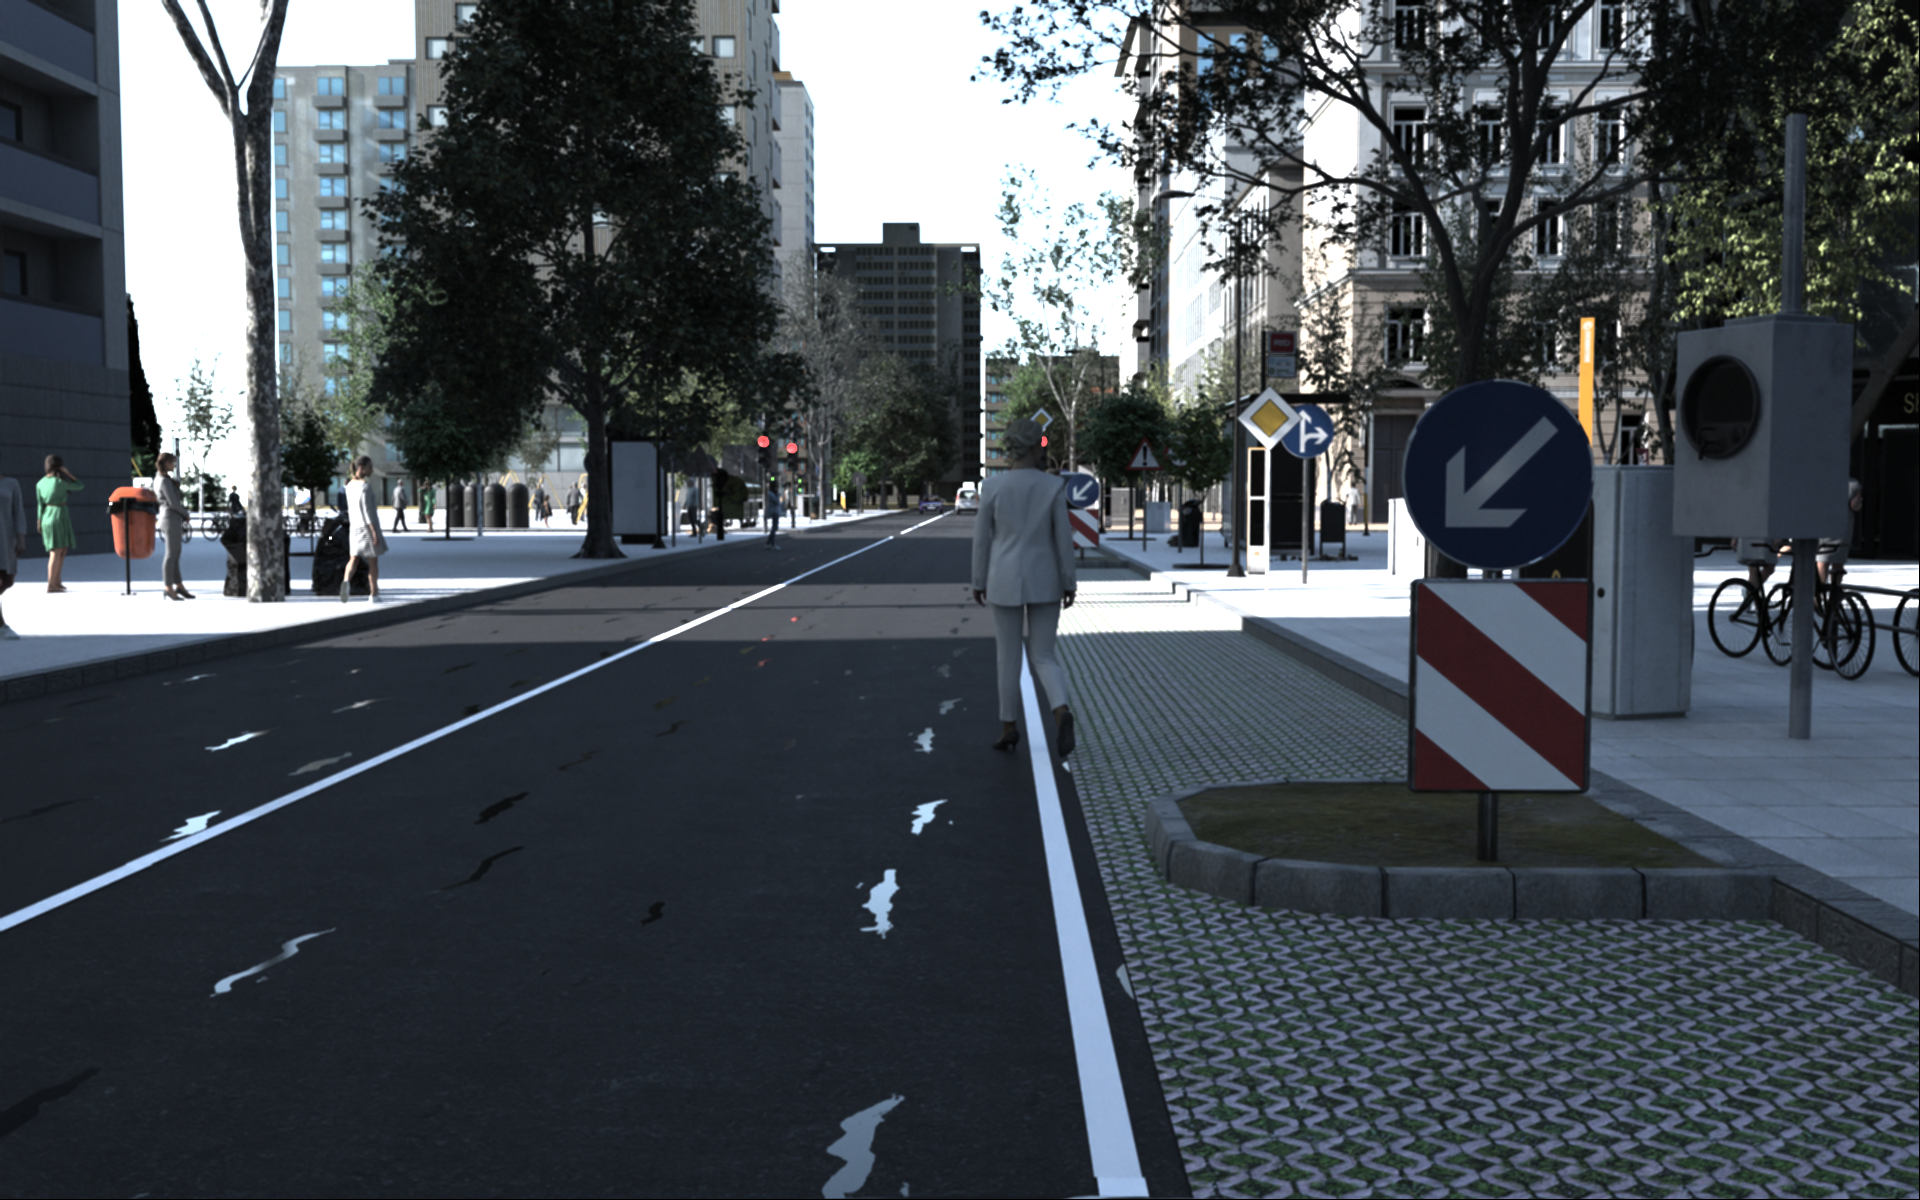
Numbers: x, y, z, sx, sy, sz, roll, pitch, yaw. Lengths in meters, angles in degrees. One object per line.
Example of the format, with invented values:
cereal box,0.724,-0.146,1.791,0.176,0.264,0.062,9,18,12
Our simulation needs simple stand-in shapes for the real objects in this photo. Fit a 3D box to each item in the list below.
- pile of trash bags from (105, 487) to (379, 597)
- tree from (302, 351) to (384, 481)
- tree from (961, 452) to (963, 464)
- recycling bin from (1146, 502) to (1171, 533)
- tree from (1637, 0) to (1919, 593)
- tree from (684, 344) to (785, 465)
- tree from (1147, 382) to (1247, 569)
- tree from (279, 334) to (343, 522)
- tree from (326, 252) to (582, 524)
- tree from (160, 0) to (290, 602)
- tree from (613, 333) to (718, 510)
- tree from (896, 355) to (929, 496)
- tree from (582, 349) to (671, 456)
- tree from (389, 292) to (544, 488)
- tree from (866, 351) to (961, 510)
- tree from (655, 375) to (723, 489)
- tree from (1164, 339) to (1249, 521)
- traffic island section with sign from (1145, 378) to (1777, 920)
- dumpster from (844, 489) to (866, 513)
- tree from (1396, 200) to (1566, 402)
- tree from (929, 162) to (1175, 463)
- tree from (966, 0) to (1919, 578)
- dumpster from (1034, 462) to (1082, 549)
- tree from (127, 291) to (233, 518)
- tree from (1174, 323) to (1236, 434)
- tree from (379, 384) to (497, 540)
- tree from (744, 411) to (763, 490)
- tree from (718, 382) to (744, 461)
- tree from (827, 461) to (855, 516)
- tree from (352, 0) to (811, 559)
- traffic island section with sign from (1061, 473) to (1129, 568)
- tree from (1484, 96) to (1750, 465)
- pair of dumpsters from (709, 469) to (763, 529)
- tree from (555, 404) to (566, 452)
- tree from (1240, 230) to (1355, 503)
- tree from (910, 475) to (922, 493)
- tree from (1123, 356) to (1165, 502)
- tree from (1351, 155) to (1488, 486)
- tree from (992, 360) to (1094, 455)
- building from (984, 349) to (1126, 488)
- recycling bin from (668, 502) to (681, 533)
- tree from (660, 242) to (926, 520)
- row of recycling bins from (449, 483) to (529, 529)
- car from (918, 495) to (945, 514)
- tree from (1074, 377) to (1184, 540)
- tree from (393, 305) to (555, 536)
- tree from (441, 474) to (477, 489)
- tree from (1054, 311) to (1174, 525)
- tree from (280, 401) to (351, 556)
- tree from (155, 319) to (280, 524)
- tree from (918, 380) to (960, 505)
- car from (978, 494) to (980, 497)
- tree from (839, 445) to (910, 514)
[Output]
pile of trash bags,-9.200,-0.771,22.361,3.447,1.369,1.912,0,4,-6
tree,-30.742,-8.360,87.043,4.737,8.622,4.395,0,3,0
tree,-4.964,-14.484,153.818,9.611,12.733,9.660,0,3,0
recycling bin,6.490,-2.714,56.926,0.722,1.027,0.722,2,4,25
tree,11.039,-4.408,22.436,4.737,8.622,4.395,0,3,0
tree,-14.987,-12.098,115.926,7.486,12.596,7.792,0,3,0
tree,4.071,-2.166,30.019,1.663,3.219,1.824,0,3,0
tree,-31.283,-7.975,80.754,4.360,8.622,3.978,0,3,0
tree,-23.225,-9.095,74.459,9.928,11.665,9.643,0,3,0
tree,-9.713,-10.060,20.367,12.611,20.169,13.585,0,3,0
tree,-12.400,-7.301,69.731,4.737,8.622,4.395,0,3,0
tree,-2.571,-21.637,209.654,12.611,20.169,13.585,0,3,0
tree,-23.368,-11.781,118.381,9.928,11.665,9.643,0,3,0
tree,-27.136,-11.537,95.290,9.857,13.997,8.962,0,3,0
tree,-5.944,-13.416,136.354,9.611,12.733,9.660,0,3,0
tree,-15.590,-9.011,97.695,4.360,8.622,3.978,0,3,0
tree,12.092,-8.081,82.487,4.737,8.622,4.395,0,3,0
traffic island section with sign,1.760,0.115,6.745,1.989,1.847,2.006,0,4,1
dumpster,-7.209,-7.076,118.180,1.502,2.255,1.985,0,4,1
tree,12.825,-5.688,43.354,4.737,8.622,4.395,0,3,0
tree,5.230,-14.944,100.221,12.611,20.169,13.585,0,3,0
tree,4.209,-4.898,14.492,8.767,10.594,7.601,0,4,1
dumpster,2.202,-2.444,44.911,1.985,2.255,1.502,0,4,1
tree,-56.906,-13.075,115.593,13.155,14.587,18.604,0,4,-6
tree,11.636,-7.353,70.577,4.360,8.622,3.978,0,3,0
tree,-14.444,-3.958,48.427,4.285,4.588,4.351,0,3,0
tree,-15.282,-10.595,123.591,4.737,8.622,4.395,0,3,0
tree,-16.451,-9.597,107.277,4.737,8.622,4.395,0,3,0
tree,-6.807,-6.555,101.775,1.663,3.219,1.824,0,3,0
tree,-7.365,-7.182,34.439,9.611,12.733,9.660,0,3,0
traffic island section with sign,2.268,-1.558,34.098,1.989,1.847,2.006,0,4,1
tree,12.210,-5.008,32.248,4.360,8.622,3.978,0,3,0
pair of dumpsters,-8.527,-3.878,65.894,1.574,2.255,4.437,0,4,1
tree,-33.157,-11.206,133.582,4.360,8.622,3.978,0,3,0
tree,10.640,-6.011,48.636,4.360,8.622,3.978,0,3,0
tree,-5.514,-12.097,181.496,4.285,4.588,4.351,0,3,0
tree,10.144,-8.603,91.029,4.737,8.622,4.395,0,3,0
tree,11.607,-5.356,37.926,4.360,8.622,3.978,0,3,0
tree,6.149,-12.611,131.938,9.928,11.665,9.643,0,3,0
building,17.975,-24.562,246.625,28.899,21.520,27.650,0,4,1
recycling bin,-9.600,-2.706,56.790,0.722,1.027,0.722,1,4,9
tree,-6.931,-10.692,85.188,12.009,13.543,11.850,0,3,0
row of recycling bins,-17.819,-3.556,65.247,3.534,1.692,1.069,1,4,19
car,-2.098,-6.997,126.973,1.945,1.354,3.894,0,4,-1
tree,4.727,-3.969,48.604,4.285,4.588,4.351,0,3,0
tree,-14.927,-6.261,52.731,4.360,8.622,3.978,0,3,0
tree,-32.670,-10.192,116.998,4.737,8.622,4.395,0,3,0
tree,5.866,-7.355,70.616,4.360,8.622,3.978,0,3,0
tree,-13.590,-2.546,36.225,1.663,3.219,1.824,0,3,0
tree,-32.265,-7.550,73.798,4.360,8.622,3.978,0,3,0
tree,-4.402,-17.673,195.608,9.857,13.997,8.962,0,3,0
car,1.864,-9.571,168.492,2.014,1.417,4.499,0,4,2
tree,-6.499,-8.001,114.531,4.285,4.588,4.351,0,3,0
